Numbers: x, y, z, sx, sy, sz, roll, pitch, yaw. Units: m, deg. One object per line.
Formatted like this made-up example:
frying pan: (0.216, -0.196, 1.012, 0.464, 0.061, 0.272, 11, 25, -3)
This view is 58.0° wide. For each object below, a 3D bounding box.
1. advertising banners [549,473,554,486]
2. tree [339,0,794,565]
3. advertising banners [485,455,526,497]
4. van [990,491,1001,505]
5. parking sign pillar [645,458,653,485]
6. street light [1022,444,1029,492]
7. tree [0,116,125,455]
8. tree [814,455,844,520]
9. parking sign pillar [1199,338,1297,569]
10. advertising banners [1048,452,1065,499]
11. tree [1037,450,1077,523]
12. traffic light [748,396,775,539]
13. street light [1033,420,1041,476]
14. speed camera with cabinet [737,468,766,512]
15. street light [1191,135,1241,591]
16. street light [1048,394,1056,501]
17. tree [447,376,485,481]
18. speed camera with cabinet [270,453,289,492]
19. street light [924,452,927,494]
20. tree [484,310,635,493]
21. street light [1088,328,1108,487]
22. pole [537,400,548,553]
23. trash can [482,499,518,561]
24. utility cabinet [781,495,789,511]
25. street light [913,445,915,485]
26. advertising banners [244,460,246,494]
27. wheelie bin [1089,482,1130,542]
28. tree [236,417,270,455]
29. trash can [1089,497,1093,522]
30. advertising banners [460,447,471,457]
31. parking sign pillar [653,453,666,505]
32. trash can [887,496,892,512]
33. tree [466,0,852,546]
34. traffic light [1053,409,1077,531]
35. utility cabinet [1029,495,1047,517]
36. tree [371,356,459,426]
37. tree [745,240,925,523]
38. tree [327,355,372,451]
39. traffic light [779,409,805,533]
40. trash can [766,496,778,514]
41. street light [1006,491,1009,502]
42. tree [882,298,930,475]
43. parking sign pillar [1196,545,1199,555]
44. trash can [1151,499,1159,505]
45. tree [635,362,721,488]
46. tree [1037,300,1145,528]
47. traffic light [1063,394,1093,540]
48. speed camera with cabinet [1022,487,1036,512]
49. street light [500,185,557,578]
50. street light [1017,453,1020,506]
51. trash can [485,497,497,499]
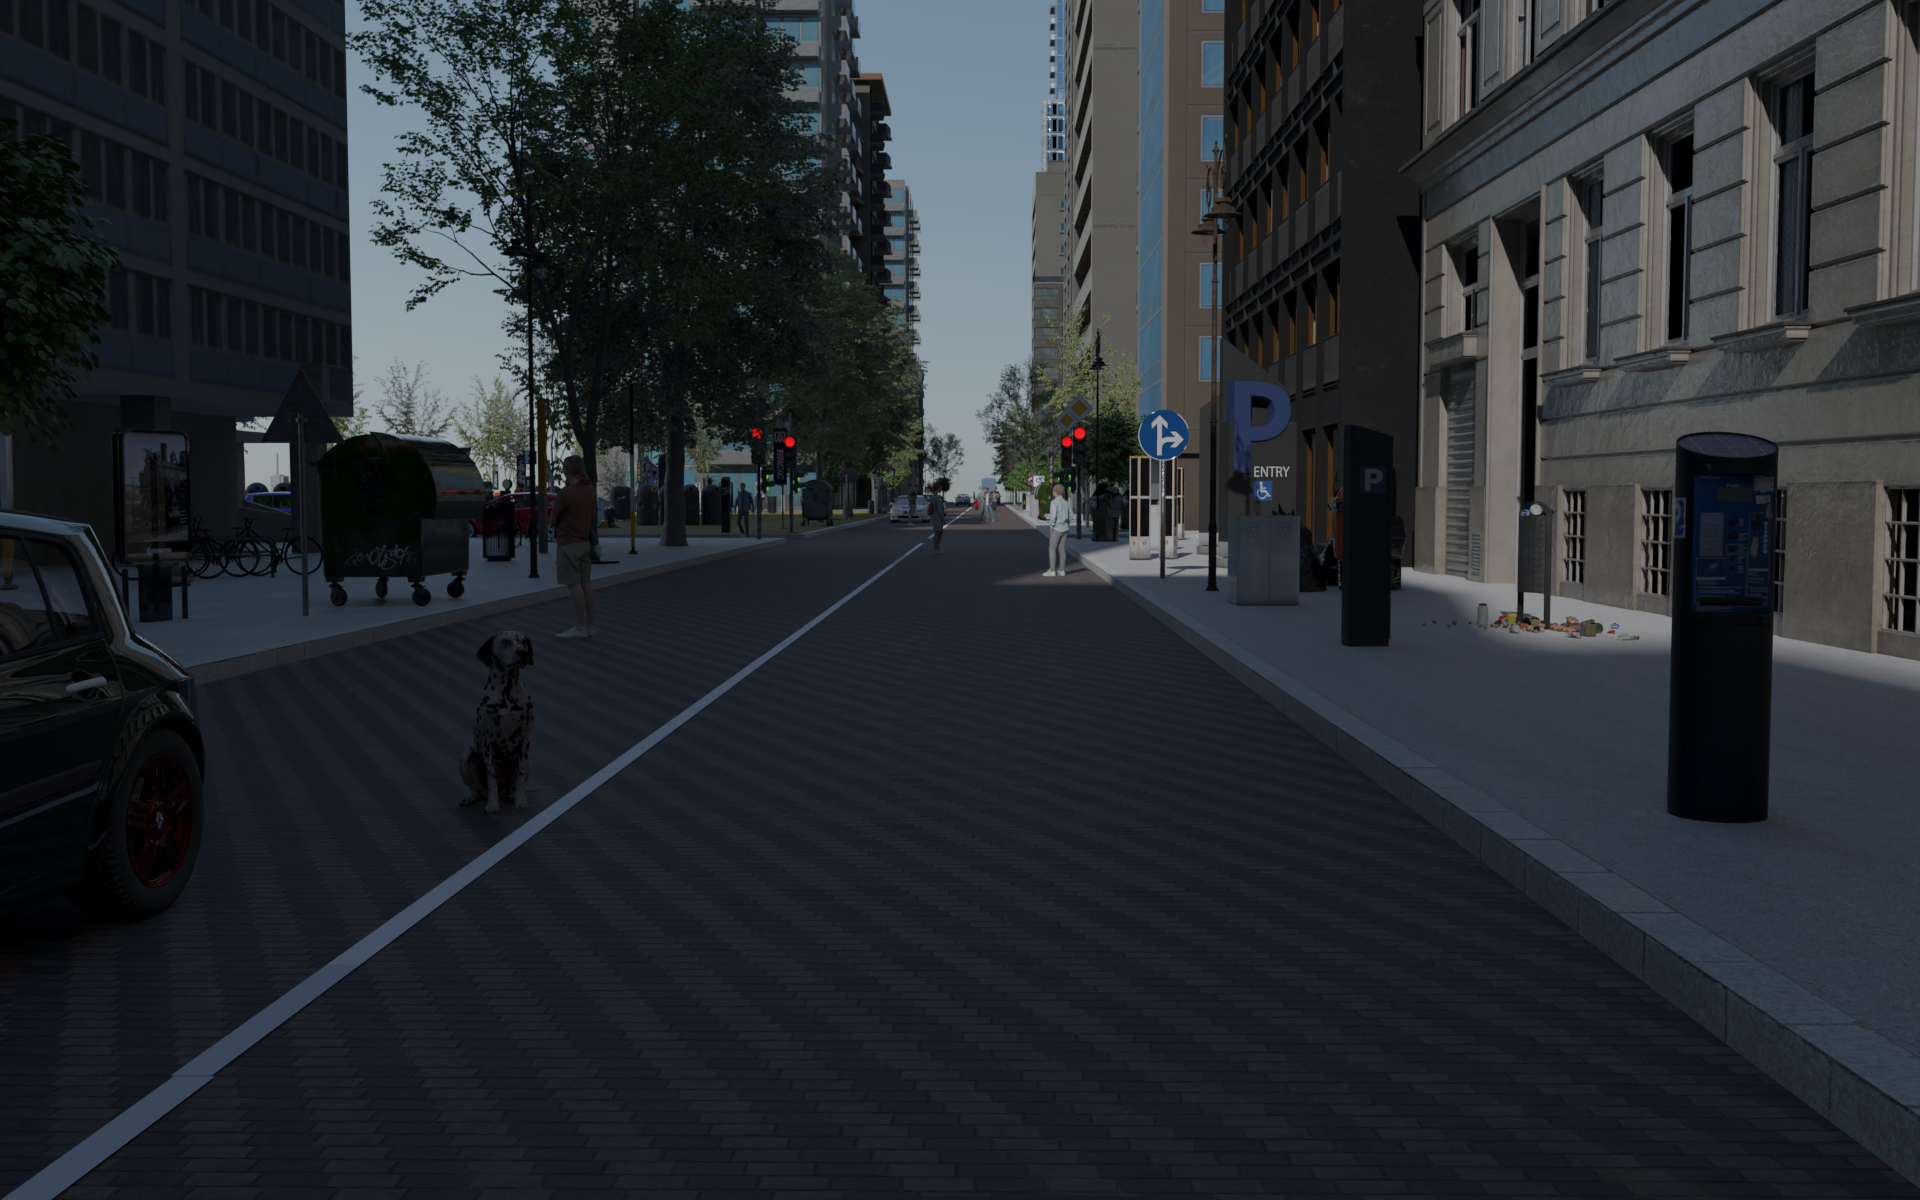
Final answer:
advertising banners: (-28.738, -7.536, 119.405, 0.090, 3.025, 2.074, 3, 4, 36)
tree: (-6.882, -6.461, 31.386, 9.928, 11.665, 9.643, 0, 3, 0)
advertising banners: (-20.152, -4.922, 76.661, 2.074, 3.025, 0.090, -1, 4, -17)
van: (4.633, -13.914, 234.509, 2.013, 2.044, 4.112, 0, 4, -1)
parking sign pillar: (-22.490, -8.486, 127.215, 1.447, 3.967, 1.447, -3, 5, -44)
street light: (5.125, -9.711, 131.562, 0.468, 5.910, 1.993, 0, 4, 1)
tree: (-7.921, -1.784, 12.882, 4.285, 4.588, 4.351, 0, 3, 0)
tree: (-6.489, -5.628, 86.620, 1.663, 3.219, 1.824, 0, 3, 0)
parking sign pillar: (5.183, -2.548, 30.133, 1.447, 3.967, 1.447, -1, 4, -17)
advertising banners: (4.132, -4.712, 73.221, 0.090, 3.025, 2.074, 2, 4, 27)
tree: (4.484, -5.018, 76.645, 1.663, 3.219, 1.824, 0, 3, 0)
traffic light: (-5.674, -3.671, 48.938, 0.839, 4.253, 0.868, 0, 4, 1)
street light: (4.708, -8.145, 105.957, 0.468, 5.910, 1.993, 0, 4, 1)
speed camera with cabinet: (-15.035, -7.981, 124.824, 2.038, 3.252, 0.660, 1, 4, 8)
street light: (3.345, -3.059, 22.795, 0.468, 5.910, 1.993, 0, 4, 1)
street light: (4.342, -6.591, 80.544, 0.468, 5.910, 1.993, 0, 4, 1)
tree: (-28.347, -9.400, 104.056, 4.737, 8.622, 4.395, 0, 3, 0)
speed camera with cabinet: (-31.911, -5.417, 82.910, 2.038, 3.252, 0.660, 0, 4, 7)
street light: (-3.719, -13.004, 185.398, 0.468, 5.910, 1.993, 0, 4, 1)
tree: (-14.068, -6.743, 60.610, 4.737, 8.622, 4.395, 0, 3, 0)
street light: (3.844, -4.626, 48.427, 0.468, 5.910, 1.993, 0, 4, 1)
pole: (-9.033, -2.668, 37.457, 0.158, 3.312, 0.155, 0, 3, 0)
trash can: (-8.831, -1.315, 33.156, 0.748, 1.137, 0.748, 0, 3, 0)
utility cabinet: (-12.881, -7.143, 127.947, 0.306, 1.237, 1.020, 1, 4, 20)
street light: (-4.306, -11.438, 159.793, 0.468, 5.910, 1.993, 0, 4, 1)
advertising banners: (-35.832, -5.627, 88.186, 2.074, 3.025, 0.090, -1, 4, -21)
wheelie bin: (3.973, -2.377, 46.770, 0.980, 1.594, 0.693, -3, 5, -45)
tree: (-29.228, -7.191, 67.929, 4.360, 8.622, 3.978, 0, 3, 0)
trash can: (6.259, -4.115, 78.930, 0.748, 1.137, 0.748, 0, 3, 0)
advertising banners: (-18.807, -4.133, 63.763, 0.090, 3.025, 2.074, 3, 4, 36)
parking sign pillar: (-14.733, -6.106, 88.307, 1.447, 3.967, 1.447, -1, 4, -14)
trash can: (-5.179, -6.838, 123.456, 0.748, 1.137, 0.748, 0, 3, 0)
tree: (-7.100, -8.316, 42.614, 9.857, 13.997, 8.962, 0, 3, 0)
traffic light: (3.473, -4.151, 56.784, 0.839, 4.253, 0.868, 0, 4, 1)
utility cabinet: (4.469, -5.357, 98.750, 1.020, 1.237, 0.306, -1, 4, -21)
tree: (-29.470, -8.746, 93.357, 4.360, 8.622, 3.978, 0, 3, 0)
tree: (-5.892, -9.747, 77.486, 7.486, 12.596, 7.792, 0, 3, 0)
tree: (-31.195, -8.319, 86.382, 4.737, 8.622, 4.395, 0, 3, 0)
traffic light: (-5.538, -4.159, 56.921, 0.839, 4.253, 0.868, 0, 4, 1)
trash can: (-12.384, -6.266, 114.096, 0.748, 1.137, 0.748, 0, 3, 0)
street light: (7.486, -17.925, 265.853, 0.468, 5.910, 1.993, 0, 4, 1)
tree: (-6.443, -11.729, 98.420, 9.857, 13.997, 8.962, 0, 3, 0)
parking sign pillar: (5.759, -2.952, 36.743, 1.447, 3.967, 1.447, 2, 4, 26)
trash can: (5.183, -2.234, 48.172, 0.748, 1.137, 0.748, 0, 3, 0)
tree: (-16.174, -8.699, 92.593, 4.737, 8.622, 4.395, 0, 3, 0)
tree: (4.865, -7.036, 65.393, 4.737, 8.622, 4.395, 0, 3, 0)
traffic light: (3.336, -3.662, 48.800, 0.839, 4.253, 0.868, 0, 4, 1)
speed camera with cabinet: (5.121, -7.987, 124.919, 0.660, 3.252, 2.038, -1, 4, -21)
street light: (-6.522, -3.275, 26.337, 0.468, 5.910, 1.993, 0, 4, 1)
street light: (5.630, -11.215, 156.146, 0.468, 5.910, 1.993, 0, 4, 1)
trash can: (-20.323, -3.847, 74.544, 0.748, 1.137, 0.748, 0, 3, 0)
